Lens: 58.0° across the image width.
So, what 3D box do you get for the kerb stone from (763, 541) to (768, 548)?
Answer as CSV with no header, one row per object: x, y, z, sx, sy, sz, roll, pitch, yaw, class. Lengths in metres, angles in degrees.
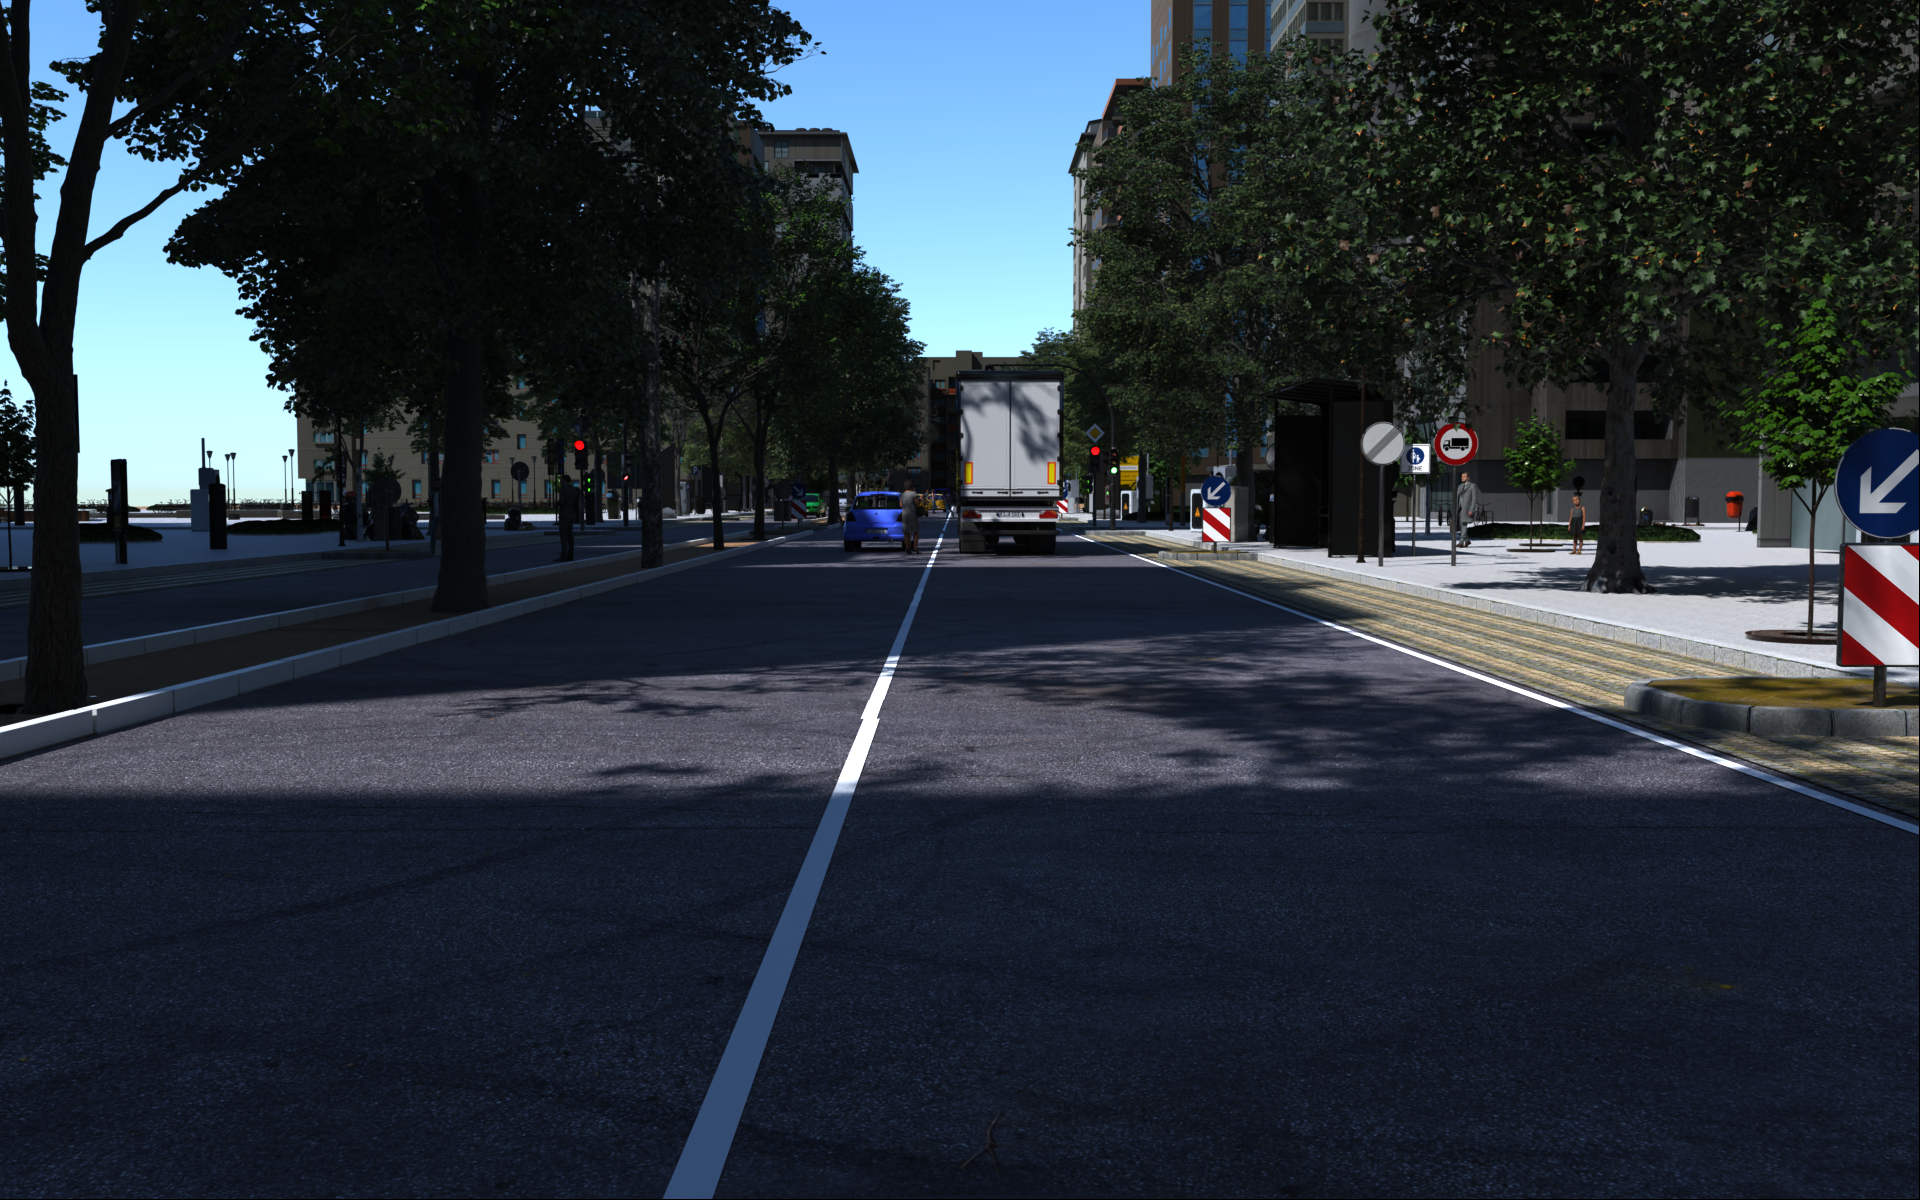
-5.254,-1.437,45.684,0.120,0.150,1.000,0,3,0,kerb stone

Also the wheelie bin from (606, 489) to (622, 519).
-17.729,-4.939,88.656,0.693,1.594,0.980,0,4,3,wheelie bin

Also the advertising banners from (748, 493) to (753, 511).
-16.749,-8.255,131.151,2.074,3.025,0.090,-1,4,-16,advertising banners

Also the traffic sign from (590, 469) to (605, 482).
-17.513,-5.110,83.651,0.768,2.556,0.104,0,4,2,traffic sign

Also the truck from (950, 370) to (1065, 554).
1.132,-3.424,44.896,2.839,4.237,11.283,0,3,0,truck

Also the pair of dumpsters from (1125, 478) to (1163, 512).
9.403,-5.260,88.492,1.574,2.255,4.437,0,3,0,pair of dumpsters

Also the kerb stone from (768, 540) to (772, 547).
-5.252,-1.499,46.709,0.120,0.150,1.000,0,3,0,kerb stone

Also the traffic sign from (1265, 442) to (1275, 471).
7.676,-2.530,41.465,0.768,2.556,0.104,0,4,5,traffic sign

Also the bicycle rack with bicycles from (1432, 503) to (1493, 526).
20.119,-3.420,69.293,2.852,0.926,2.925,2,4,26,bicycle rack with bicycles

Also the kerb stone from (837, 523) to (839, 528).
-5.279,-3.100,72.888,0.120,0.150,1.000,0,3,0,kerb stone

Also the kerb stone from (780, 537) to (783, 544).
-5.260,-1.687,49.781,0.120,0.150,1.000,0,3,0,kerb stone

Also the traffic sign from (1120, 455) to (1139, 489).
8.502,-5.935,90.902,2.265,3.308,0.079,1,4,9,traffic sign

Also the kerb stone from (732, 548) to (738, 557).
-5.249,-1.060,39.532,0.120,0.150,1.000,0,3,0,kerb stone

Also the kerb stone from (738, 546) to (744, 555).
-5.249,-1.123,40.553,0.120,0.150,1.000,0,3,0,kerb stone

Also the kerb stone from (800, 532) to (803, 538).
-5.266,-2.063,55.933,0.120,0.150,1.000,0,3,0,kerb stone

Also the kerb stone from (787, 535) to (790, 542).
-5.261,-1.813,51.840,0.120,0.150,1.000,0,3,0,kerb stone

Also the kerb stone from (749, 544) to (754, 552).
-5.249,-1.249,42.617,0.120,0.150,1.000,0,3,0,kerb stone

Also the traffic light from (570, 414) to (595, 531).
-13.228,-4.387,60.654,0.839,4.253,0.868,0,3,0,traffic light

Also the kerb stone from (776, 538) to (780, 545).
-5.257,-1.624,48.757,0.120,0.150,1.000,0,3,0,kerb stone

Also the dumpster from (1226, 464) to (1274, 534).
9.013,-3.167,54.272,1.502,2.255,1.985,0,3,0,dumpster

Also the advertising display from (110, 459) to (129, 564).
-15.545,-1.641,32.051,0.123,1.923,0.974,-2,4,-35,advertising display

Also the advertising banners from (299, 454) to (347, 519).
-25.952,-4.557,70.700,2.074,3.025,0.090,0,4,3,advertising banners

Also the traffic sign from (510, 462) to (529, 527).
-17.230,-4.140,67.797,0.768,2.556,0.104,0,4,8,traffic sign

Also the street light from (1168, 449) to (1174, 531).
7.372,-5.354,60.329,0.468,5.910,1.993,0,3,0,street light

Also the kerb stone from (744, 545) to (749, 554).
-5.249,-1.186,41.587,0.120,0.150,1.000,0,3,0,kerb stone

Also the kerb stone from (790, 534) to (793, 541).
-5.268,-1.876,52.862,0.120,0.150,1.000,0,3,0,kerb stone

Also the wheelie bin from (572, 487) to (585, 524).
-16.577,-4.080,74.610,0.693,1.594,0.980,1,4,15,wheelie bin

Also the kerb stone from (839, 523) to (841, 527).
-5.288,-3.162,73.914,0.120,0.150,1.000,0,3,0,kerb stone

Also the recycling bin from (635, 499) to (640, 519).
-16.170,-4.649,88.569,0.722,1.027,0.722,-1,4,-22,recycling bin

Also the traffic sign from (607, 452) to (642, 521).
-15.961,-5.492,83.664,2.265,3.308,0.079,1,4,8,traffic sign

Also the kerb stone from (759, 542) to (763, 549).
-5.254,-1.374,44.663,0.120,0.150,1.000,0,3,0,kerb stone

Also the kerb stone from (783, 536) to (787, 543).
-5.269,-1.750,50.809,0.120,0.150,1.000,0,3,0,kerb stone

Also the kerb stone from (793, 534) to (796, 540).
-5.276,-1.938,53.885,0.120,0.150,1.000,0,3,0,kerb stone

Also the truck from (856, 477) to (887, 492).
-9.886,-12.148,194.548,3.469,3.379,9.791,0,4,-2,truck

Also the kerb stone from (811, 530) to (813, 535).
-5.281,-2.308,60.034,0.120,0.150,1.000,0,3,0,kerb stone

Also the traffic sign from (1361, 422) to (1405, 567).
7.456,-1.866,30.609,0.768,2.556,0.104,0,4,5,traffic sign

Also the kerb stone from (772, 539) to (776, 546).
-5.258,-1.558,47.736,0.120,0.150,1.000,0,3,0,kerb stone

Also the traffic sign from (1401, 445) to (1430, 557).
9.304,-2.039,35.470,0.606,2.300,0.079,0,4,7,traffic sign

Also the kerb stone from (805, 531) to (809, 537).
-5.260,-2.189,57.987,0.120,0.150,1.000,0,3,0,kerb stone

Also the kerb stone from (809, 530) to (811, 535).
-5.270,-2.252,59.012,0.120,0.150,1.000,0,3,0,kerb stone

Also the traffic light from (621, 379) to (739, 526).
-11.145,-5.750,68.676,4.771,5.953,1.251,0,3,0,traffic light

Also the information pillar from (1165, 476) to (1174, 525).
8.605,-4.077,71.148,0.304,2.012,0.304,0,4,4,information pillar

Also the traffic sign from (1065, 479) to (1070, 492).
8.961,-8.775,143.573,0.768,2.556,0.104,0,4,4,traffic sign

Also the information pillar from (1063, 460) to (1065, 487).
7.096,-7.886,120.288,0.504,3.616,0.183,3,5,44,information pillar

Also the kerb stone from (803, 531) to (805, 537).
-5.273,-2.126,56.955,0.120,0.150,1.000,0,3,0,kerb stone

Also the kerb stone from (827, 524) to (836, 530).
-5.290,-2.975,70.843,0.120,0.150,1.000,0,3,0,kerb stone

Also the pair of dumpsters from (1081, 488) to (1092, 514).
8.967,-6.874,114.878,1.574,2.255,4.437,0,3,0,pair of dumpsters

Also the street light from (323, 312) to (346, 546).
-15.222,-4.263,42.482,0.468,5.910,1.993,0,3,0,street light

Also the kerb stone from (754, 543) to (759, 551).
-5.252,-1.312,43.639,0.120,0.150,1.000,0,3,0,kerb stone

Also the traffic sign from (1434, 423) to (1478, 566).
8.786,-1.875,30.754,0.768,2.556,0.104,0,4,6,traffic sign

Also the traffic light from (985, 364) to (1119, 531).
3.242,-5.253,60.547,4.771,5.953,1.251,0,3,0,traffic light

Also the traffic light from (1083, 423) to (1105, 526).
5.324,-4.878,68.676,0.839,4.253,0.868,0,3,0,traffic light

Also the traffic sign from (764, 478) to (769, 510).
-15.303,-8.271,135.341,0.768,2.556,0.104,0,4,6,traffic sign

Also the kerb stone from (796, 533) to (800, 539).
-5.265,-2.001,54.907,0.120,0.150,1.000,0,3,0,kerb stone
